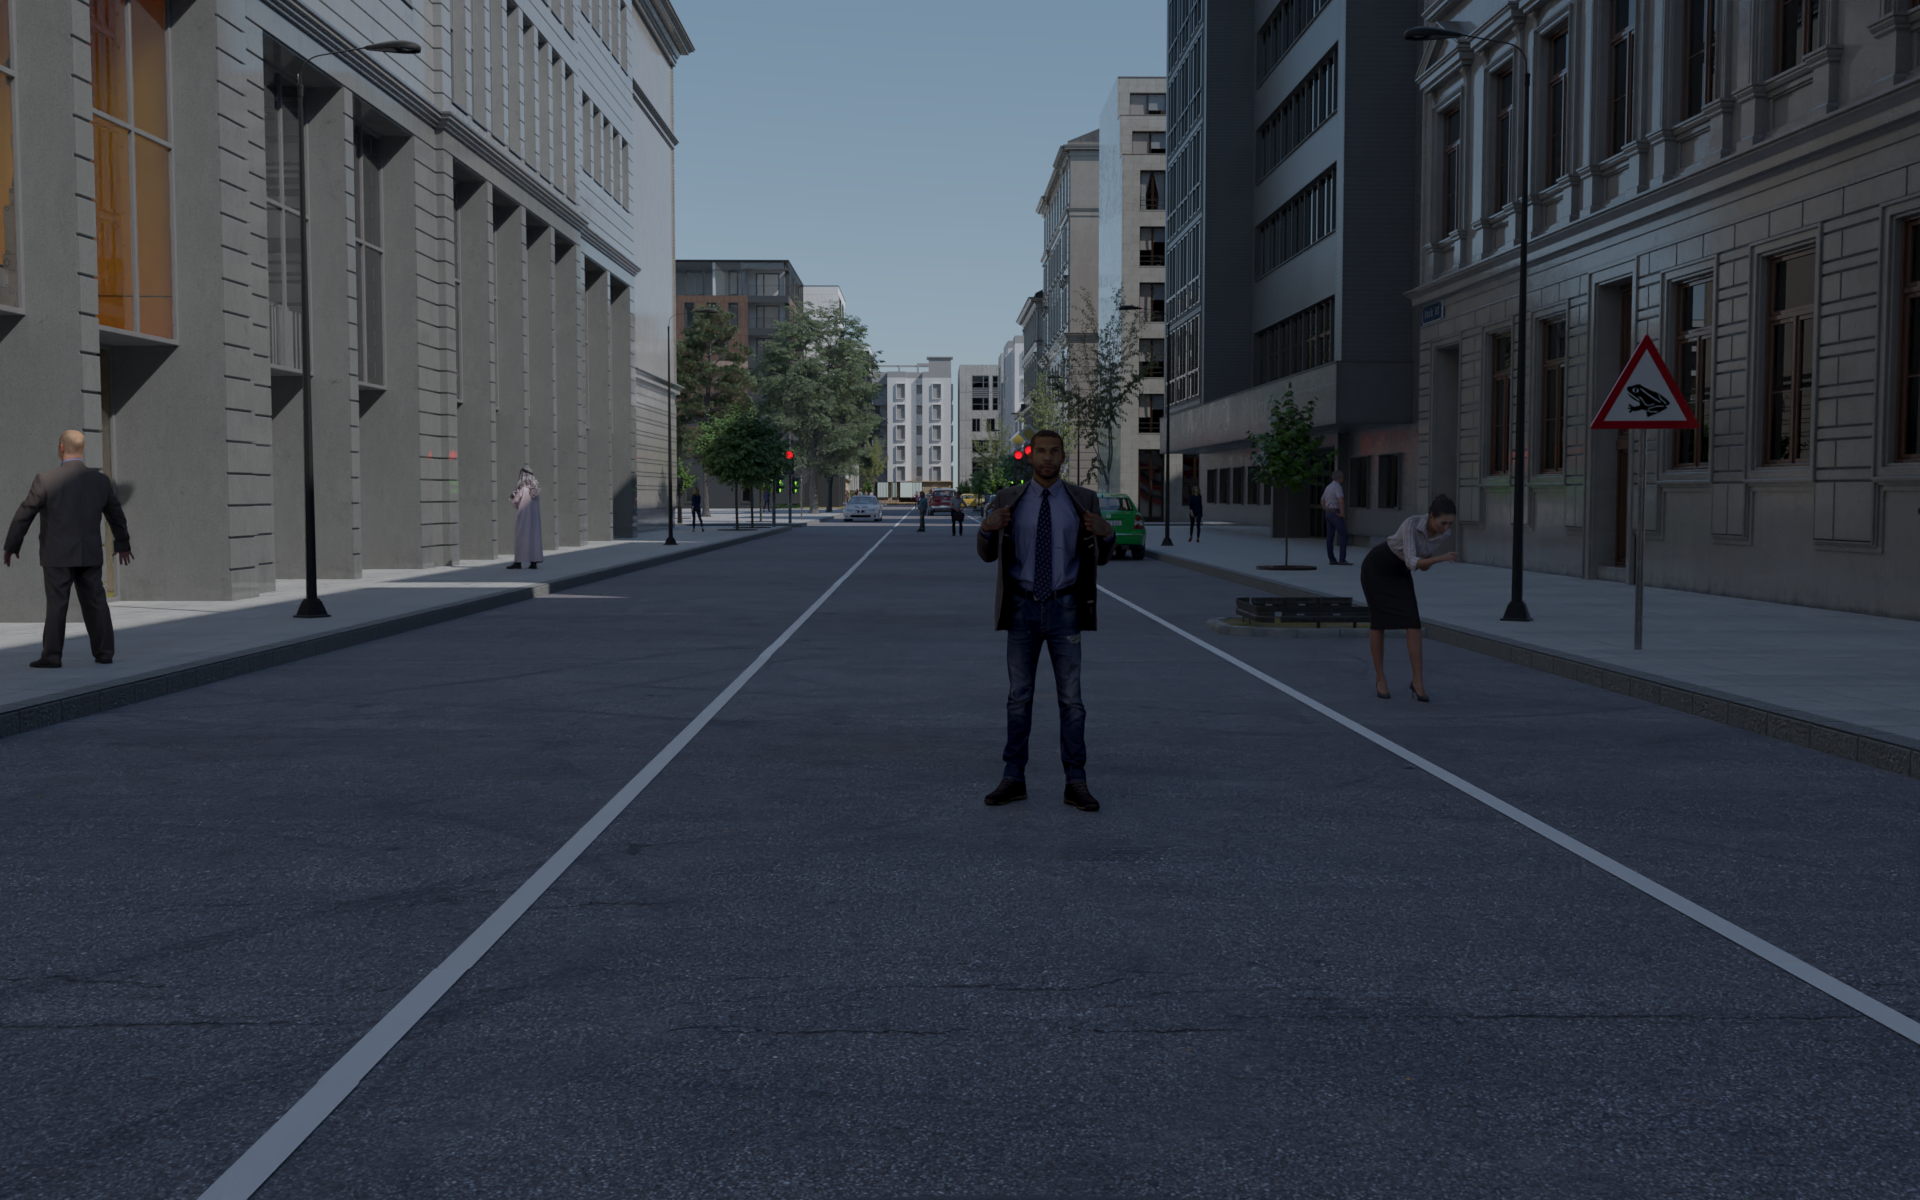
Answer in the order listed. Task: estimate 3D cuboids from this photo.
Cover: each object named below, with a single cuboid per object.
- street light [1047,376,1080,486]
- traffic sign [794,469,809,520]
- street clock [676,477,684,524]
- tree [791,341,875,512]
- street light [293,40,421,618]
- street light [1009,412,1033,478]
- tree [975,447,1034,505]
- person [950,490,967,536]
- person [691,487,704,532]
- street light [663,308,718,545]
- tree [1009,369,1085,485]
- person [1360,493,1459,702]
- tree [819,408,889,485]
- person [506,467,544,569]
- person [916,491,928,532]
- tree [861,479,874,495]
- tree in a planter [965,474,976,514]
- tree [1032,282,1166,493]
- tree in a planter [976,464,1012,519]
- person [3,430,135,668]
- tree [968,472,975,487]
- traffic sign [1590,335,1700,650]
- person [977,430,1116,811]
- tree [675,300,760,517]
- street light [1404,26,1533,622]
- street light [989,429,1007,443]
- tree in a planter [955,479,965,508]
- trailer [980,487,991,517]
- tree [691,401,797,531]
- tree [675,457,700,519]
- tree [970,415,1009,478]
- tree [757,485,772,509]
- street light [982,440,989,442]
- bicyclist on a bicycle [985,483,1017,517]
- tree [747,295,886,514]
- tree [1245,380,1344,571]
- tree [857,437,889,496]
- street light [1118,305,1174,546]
[{"bbox_3d":[4.115,-5.840,68.022,1.470,5.913,1.316,0,4,-1],"label":"street light"},{"bbox_3d":[-7.918,-5.279,86.417,0.768,2.556,0.104,0,4,5],"label":"traffic sign"},{"bbox_3d":[-12.183,-4.323,75.253,0.358,2.002,0.471,0,4,4],"label":"street clock"},{"bbox_3d":[-9.294,-12.344,123.878,6.751,12.117,7.091,0,3,0],"label":"tree"},{"bbox_3d":[-6.212,-2.773,17.875,1.470,5.913,1.316,0,4,-1],"label":"street light"},{"bbox_3d":[3.590,-7.712,98.634,1.470,5.913,1.316,0,4,-1],"label":"street light"},{"bbox_3d":[4.017,-8.077,115.766,4.285,4.588,4.351,0,3,0],"label":"tree"},{"bbox_3d":[-0.050,-2.966,59.202,0.614,1.554,0.590,-1,4,-10],"label":"person"},{"bbox_3d":[-8.913,-3.075,58.869,0.613,1.512,0.480,2,4,27],"label":"person"},{"bbox_3d":[-6.744,-4.337,43.449,1.470,5.913,1.316,0,4,-1],"label":"street light"},{"bbox_3d":[5.263,-9.261,101.777,4.737,8.622,4.395,0,3,0],"label":"tree"},{"bbox_3d":[3.129,-0.016,11.958,0.799,1.438,0.628,2,4,33],"label":"person"},{"bbox_3d":[-9.943,-12.269,135.006,7.601,10.594,8.767,3,4,36],"label":"tree"},{"bbox_3d":[-7.429,-1.405,29.684,0.621,1.740,0.551,1,4,17],"label":"person"},{"bbox_3d":[-1.424,-3.340,65.314,0.429,1.552,0.499,0,4,5],"label":"person"},{"bbox_3d":[-10.920,-12.807,203.997,1.663,3.219,1.824,0,3,0],"label":"tree"},{"bbox_3d":[1.600,-7.994,127.918,1.991,3.239,1.994,0,4,-1],"label":"tree in a planter"},{"bbox_3d":[4.844,-6.675,59.504,4.360,8.622,3.978,0,3,0],"label":"tree"},{"bbox_3d":[2.104,-6.346,100.979,1.991,3.239,1.994,0,4,-1],"label":"tree in a planter"},{"bbox_3d":[-6.675,-0.388,12.947,0.434,1.755,0.990,3,4,38],"label":"person"},{"bbox_3d":[2.535,-13.860,210.316,4.285,4.588,4.351,0,3,0],"label":"tree"},{"bbox_3d":[5.602,-0.870,14.234,0.884,2.594,0.081,0,4,2],"label":"traffic sign"},{"bbox_3d":[0.386,0.088,7.889,0.655,1.722,0.431,1,4,11],"label":"person"},{"bbox_3d":[-14.318,-10.709,97.141,6.751,12.117,7.091,0,3,0],"label":"tree"},{"bbox_3d":[5.109,-2.744,17.398,1.470,5.913,1.316,0,4,-1],"label":"street light"},{"bbox_3d":[3.044,-9.299,124.582,1.470,5.913,1.316,0,4,-1],"label":"street light"},{"bbox_3d":[0.658,-11.045,177.814,1.991,3.239,1.994,0,4,-1],"label":"tree in a planter"},{"bbox_3d":[1.980,-6.076,106.393,1.471,1.999,3.904,0,4,0],"label":"trailer"},{"bbox_3d":[-7.898,-5.000,65.462,4.285,4.588,4.351,0,3,0],"label":"tree"},{"bbox_3d":[-14.659,-5.847,90.193,1.663,3.219,1.824,0,3,0],"label":"tree"},{"bbox_3d":[3.063,-12.784,159.377,4.737,8.622,4.395,0,3,0],"label":"tree"},{"bbox_3d":[-16.095,-9.199,145.000,1.663,3.219,1.824,0,3,0],"label":"tree"},{"bbox_3d":[2.586,-10.863,150.149,1.470,5.913,1.316,0,4,-1],"label":"street light"},{"bbox_3d":[0.944,-1.873,40.643,1.499,1.676,1.625,0,4,-3],"label":"bicyclist on a bicycle"},{"bbox_3d":[-9.403,-12.572,112.208,9.857,13.997,8.962,0,3,0],"label":"tree"},{"bbox_3d":[5.691,-2.130,29.425,1.663,3.219,1.824,0,3,0],"label":"tree"},{"bbox_3d":[-10.886,-16.289,216.687,4.737,8.622,4.395,0,3,0],"label":"tree"},{"bbox_3d":[4.597,-4.295,42.759,1.470,5.913,1.316,0,4,-1],"label":"street light"}]
